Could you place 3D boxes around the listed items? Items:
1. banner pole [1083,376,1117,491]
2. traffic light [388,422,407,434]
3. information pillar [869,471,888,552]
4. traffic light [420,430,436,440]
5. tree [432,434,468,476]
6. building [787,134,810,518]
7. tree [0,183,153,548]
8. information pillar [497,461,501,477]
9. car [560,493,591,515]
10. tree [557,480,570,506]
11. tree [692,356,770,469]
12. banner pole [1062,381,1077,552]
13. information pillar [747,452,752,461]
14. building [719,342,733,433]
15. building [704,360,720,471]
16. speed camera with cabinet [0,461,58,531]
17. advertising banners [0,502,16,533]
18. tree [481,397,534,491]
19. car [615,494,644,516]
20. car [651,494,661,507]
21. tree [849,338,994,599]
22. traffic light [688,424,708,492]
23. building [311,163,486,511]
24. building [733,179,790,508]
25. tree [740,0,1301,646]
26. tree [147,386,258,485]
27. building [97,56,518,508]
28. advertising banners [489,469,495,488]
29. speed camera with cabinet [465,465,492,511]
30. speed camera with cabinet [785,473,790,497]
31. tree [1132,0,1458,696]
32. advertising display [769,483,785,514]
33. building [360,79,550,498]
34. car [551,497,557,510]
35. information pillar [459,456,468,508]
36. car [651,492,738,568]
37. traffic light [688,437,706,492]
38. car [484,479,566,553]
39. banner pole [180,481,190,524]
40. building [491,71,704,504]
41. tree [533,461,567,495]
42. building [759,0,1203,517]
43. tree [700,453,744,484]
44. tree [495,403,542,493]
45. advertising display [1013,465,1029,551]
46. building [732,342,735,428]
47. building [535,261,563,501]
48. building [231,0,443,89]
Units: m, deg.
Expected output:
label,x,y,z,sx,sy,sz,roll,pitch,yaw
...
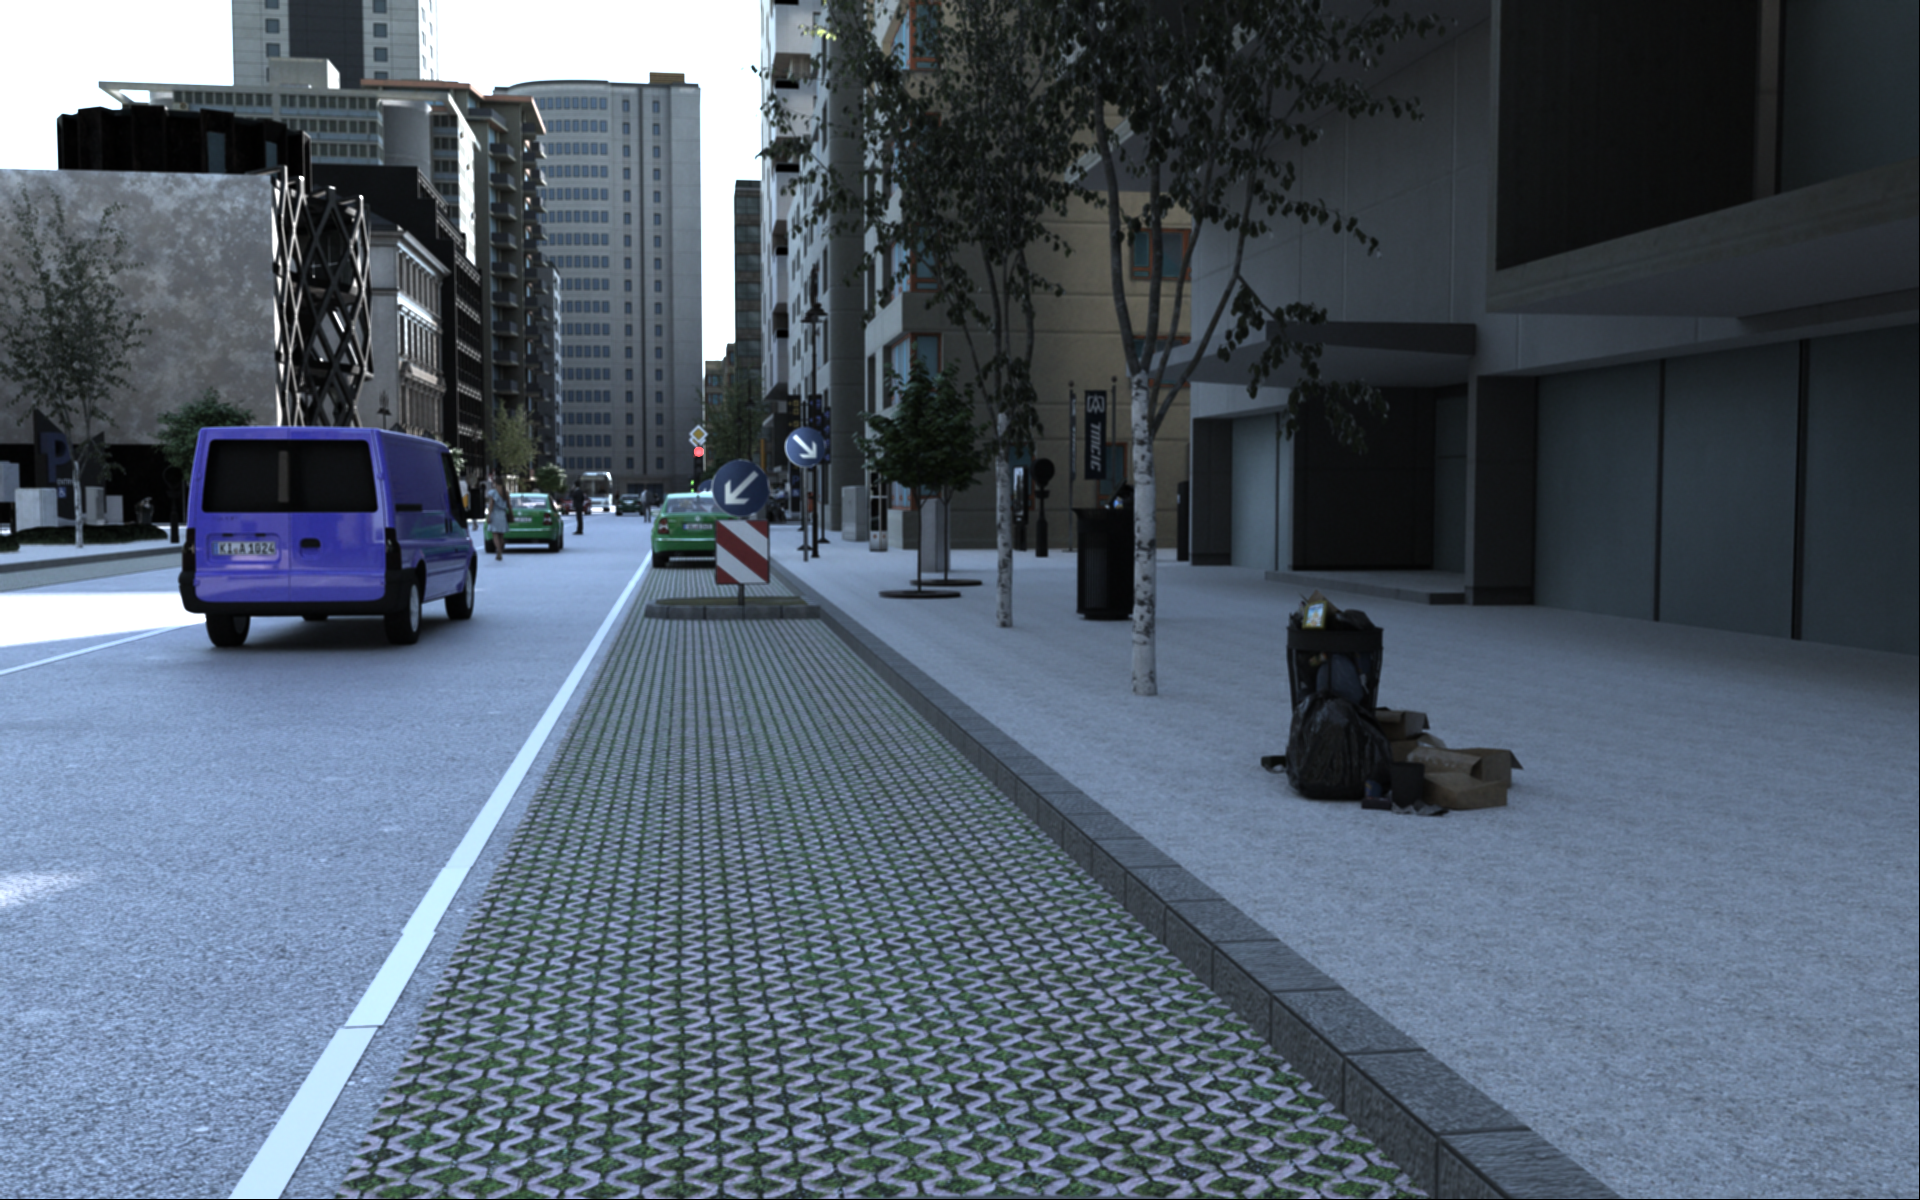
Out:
label,x,y,z,sx,sy,sz,roll,pitch,yaw
banner pole,3.040,-2.863,36.821,0.863,3.779,0.401,0,4,-6
traffic light,-22.047,-4.833,67.938,0.839,4.253,0.868,-1,4,-9
information pillar,-1.822,-2.094,38.726,0.304,2.012,0.304,2,4,31
traffic light,-23.289,-5.315,75.826,0.839,4.253,0.868,-1,4,-9
tree,-28.283,-6.711,93.444,4.285,4.588,4.351,0,3,0
building,5.667,-15.395,96.741,28.899,21.520,27.650,-1,4,-9
tree,-21.117,-5.541,40.965,4.360,8.622,3.978,0,3,0
information pillar,-32.982,-8.109,123.935,0.183,3.616,0.504,-2,4,-35
car,-26.482,-6.757,119.516,2.155,1.783,4.494,0,4,-7
tree,-44.160,-12.056,191.712,1.663,3.219,1.824,0,3,0
tree,-11.963,-8.644,91.699,4.737,8.622,4.395,0,3,0
banner pole,2.479,-2.942,38.122,0.401,3.779,0.863,0,4,-5
information pillar,-11.592,-6.365,95.429,0.183,3.616,0.504,-3,4,-36
building,-15.119,-22.557,213.840,27.650,21.520,28.899,-1,4,-9
building,-22.529,-24.897,252.101,28.899,21.520,27.650,-1,4,-9
speed camera with cabinet,-26.264,-3.311,48.466,2.038,3.252,0.660,1,4,20
advertising banners,-31.370,-3.666,56.124,2.074,3.025,0.090,-1,4,-15
tree,-34.262,-11.083,131.565,4.737,8.622,4.395,0,3,0
car,-22.039,-6.371,115.956,2.131,1.459,4.920,0,4,-7
car,-33.153,-10.788,186.173,2.009,1.686,4.222,-1,4,-10
tree,-0.560,-1.661,21.765,1.663,3.219,1.824,0,3,0
traffic light,-10.530,-4.944,69.760,0.839,4.253,0.868,-1,4,-9
building,-41.603,-18.050,124.796,12.332,23.373,15.834,-1,4,-9
building,-14.118,-23.886,162.235,14.160,30.474,14.107,-1,4,-9
tree,0.212,-4.037,16.365,4.360,8.622,3.978,0,3,0
tree,-22.758,-4.207,52.493,4.285,4.588,4.351,0,3,0
building,-57.785,-28.557,158.782,32.217,40.220,23.993,-1,4,-9
advertising banners,-31.925,-7.545,119.548,0.090,3.025,2.074,0,4,2
speed camera with cabinet,-33.287,-7.670,119.747,2.038,3.252,0.660,2,4,29
speed camera with cabinet,-14.012,-9.209,144.897,0.660,3.252,2.038,3,5,39
tree,1.291,-3.685,10.615,4.360,8.622,3.978,0,3,0
advertising display,-10.607,-5.818,100.336,0.974,1.923,0.123,0,4,3
building,-56.089,-32.489,185.811,22.147,44.769,28.867,-1,4,-9
car,-24.874,-5.502,102.316,2.083,1.381,4.827,0,4,-8
information pillar,-30.507,-7.034,106.360,0.504,3.616,0.183,-1,4,-20
car,-5.277,-1.602,34.983,1.959,1.807,4.718,0,4,-8
traffic light,-11.772,-5.427,77.649,0.839,4.253,0.868,-1,4,-9
car,-11.004,-2.144,43.843,1.959,1.807,4.718,-1,4,-11
banner pole,-32.950,-5.132,73.923,0.401,3.779,0.863,2,4,29
building,-50.452,-42.914,243.635,28.212,58.520,21.231,-1,4,-9
tree,-40.425,-11.451,170.943,4.285,4.588,4.351,0,3,0
building,-0.489,-32.828,125.973,28.713,52.752,27.495,-1,4,-9
tree,-16.702,-8.642,125.015,4.285,4.588,4.351,0,3,0
tree,-35.876,-11.595,139.947,4.360,8.622,3.978,0,3,0
advertising display,1.370,-2.077,39.176,0.123,1.923,0.974,-1,4,-12
building,-9.629,-20.789,184.939,27.650,21.520,28.899,-1,4,-9
building,-56.649,-27.080,214.453,14.107,30.474,14.160,-1,4,-9
building,-73.271,-47.029,207.170,20.611,71.187,20.563,-1,4,-9
